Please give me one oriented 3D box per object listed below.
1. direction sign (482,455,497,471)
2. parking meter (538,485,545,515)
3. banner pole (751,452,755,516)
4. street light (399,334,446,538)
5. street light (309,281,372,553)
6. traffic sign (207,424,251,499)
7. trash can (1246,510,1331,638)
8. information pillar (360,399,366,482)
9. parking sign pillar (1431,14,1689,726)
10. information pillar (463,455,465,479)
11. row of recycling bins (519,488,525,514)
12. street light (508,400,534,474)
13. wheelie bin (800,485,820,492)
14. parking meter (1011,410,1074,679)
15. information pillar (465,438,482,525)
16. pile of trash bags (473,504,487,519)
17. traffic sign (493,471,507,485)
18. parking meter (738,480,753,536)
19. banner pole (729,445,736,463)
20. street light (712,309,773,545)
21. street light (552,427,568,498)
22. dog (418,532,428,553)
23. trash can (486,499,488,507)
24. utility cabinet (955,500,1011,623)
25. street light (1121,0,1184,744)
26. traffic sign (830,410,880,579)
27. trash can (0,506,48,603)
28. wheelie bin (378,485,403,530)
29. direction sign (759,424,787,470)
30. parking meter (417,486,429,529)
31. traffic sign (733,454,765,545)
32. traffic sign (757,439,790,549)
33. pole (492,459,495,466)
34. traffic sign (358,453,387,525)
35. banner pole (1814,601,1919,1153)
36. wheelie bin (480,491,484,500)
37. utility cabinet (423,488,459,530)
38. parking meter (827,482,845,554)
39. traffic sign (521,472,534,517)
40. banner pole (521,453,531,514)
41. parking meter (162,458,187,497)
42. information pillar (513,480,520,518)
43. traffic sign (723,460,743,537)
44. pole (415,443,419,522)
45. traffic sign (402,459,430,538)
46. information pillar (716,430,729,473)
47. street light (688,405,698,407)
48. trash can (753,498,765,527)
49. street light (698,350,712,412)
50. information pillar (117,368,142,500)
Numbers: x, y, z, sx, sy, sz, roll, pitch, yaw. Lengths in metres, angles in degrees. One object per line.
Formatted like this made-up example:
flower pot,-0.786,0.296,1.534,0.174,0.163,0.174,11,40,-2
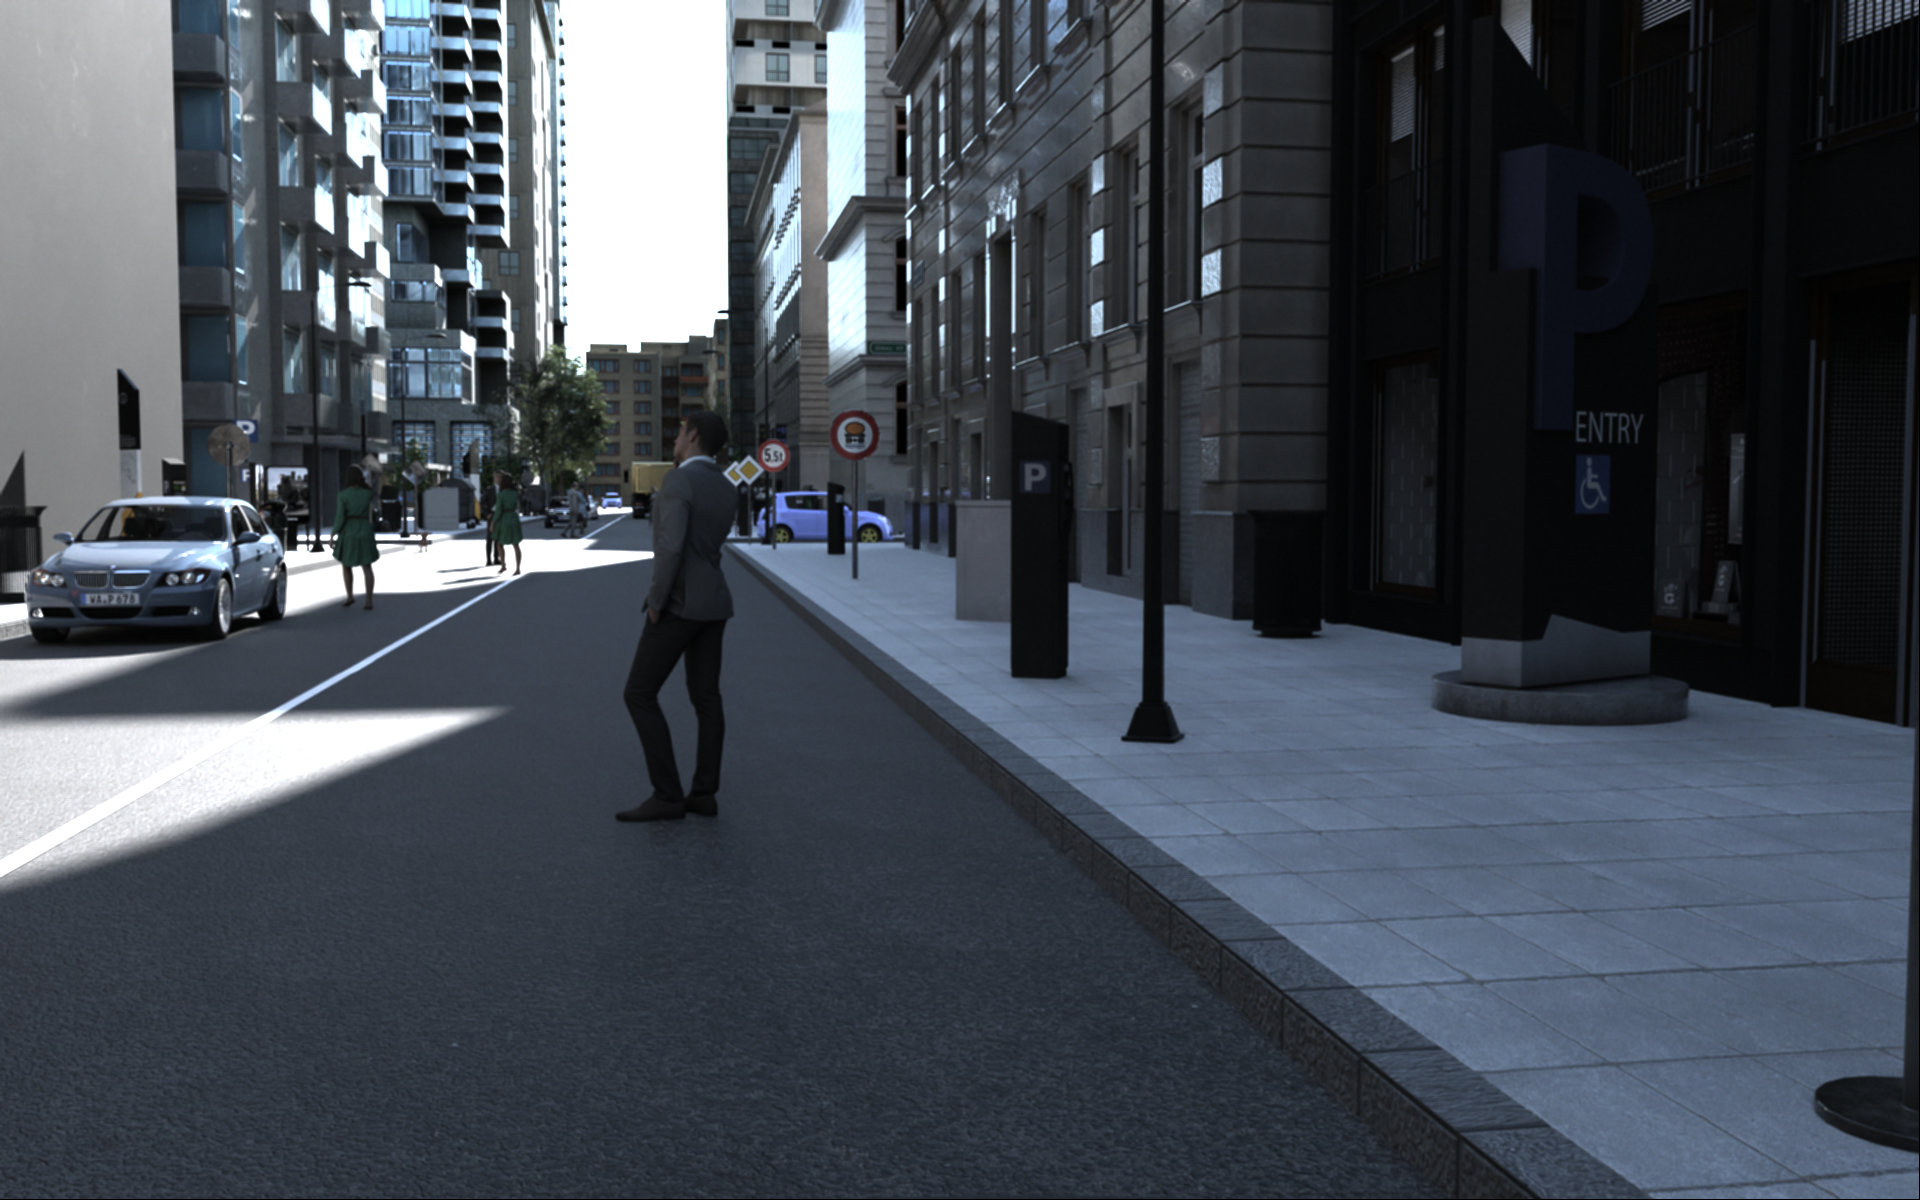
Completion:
direction sign,-27.478,-6.677,101.164,0.876,3.537,0.379,0,4,7
parking meter,-25.547,-6.119,105.755,0.399,1.863,0.255,2,4,30
banner pole,-12.257,-6.886,102.601,0.401,3.779,0.863,-2,4,-26
street light,-15.601,-4.755,50.289,1.470,5.913,1.316,-1,4,-10
street light,-13.538,-3.996,37.870,1.470,5.913,1.316,-1,4,-10
traffic sign,-13.272,-1.918,31.460,0.768,2.556,0.104,0,4,-3
trash can,2.947,-0.240,15.583,0.748,1.137,0.748,0,3,0
information pillar,-14.717,-3.144,42.753,0.183,3.616,0.504,-1,4,-22
parking sign pillar,3.549,-1.327,10.174,1.447,3.967,1.447,-3,4,-37
information pillar,-25.584,-6.038,90.075,0.504,3.616,0.183,0,4,-8
row of recycling bins,-28.924,-6.350,110.938,1.069,1.692,3.534,1,4,22
street light,-21.645,-6.895,85.278,1.470,5.913,1.316,-1,4,-10
wheelie bin,-5.051,-3.039,57.603,0.693,1.594,0.980,-2,4,-28
parking meter,0.573,-0.391,12.108,0.399,1.863,0.255,1,4,20
information pillar,-20.065,-4.910,71.627,0.183,3.616,0.504,3,4,36
pile of trash bags,-25.495,-4.731,87.101,1.912,1.369,3.447,3,5,44
traffic sign,-20.659,-4.634,77.893,0.606,2.300,0.079,0,4,-5
parking meter,-6.531,-2.878,52.769,0.399,1.863,0.255,0,4,7
banner pole,-10.500,-5.397,78.265,0.863,3.779,0.401,1,4,22
street light,-5.428,-4.357,43.783,1.470,5.913,1.316,-1,4,-10
street light,-27.619,-9.001,119.699,1.470,5.913,1.316,-1,4,-10
dog,-13.193,-1.427,42.626,0.540,0.507,0.406,2,4,27
trash can,-29.411,-5.862,107.491,0.748,1.137,0.748,0,3,0
utility cabinet,0.453,-0.385,17.458,1.020,1.237,0.306,2,4,35
street light,0.476,-2.218,8.808,1.470,5.913,1.316,-1,4,-10
traffic sign,-1.593,-1.598,26.228,0.768,2.556,0.104,-1,4,-9
trash can,-11.222,-0.544,20.544,0.748,1.137,0.748,0,3,0
wheelie bin,-20.540,-3.341,62.534,0.980,1.594,0.693,0,4,-1
direction sign,-6.037,-3.912,55.952,0.876,3.537,0.379,0,4,-6
parking meter,-19.851,-3.568,64.051,0.255,1.863,0.399,3,5,42
traffic sign,-5.336,-2.459,43.848,0.795,2.450,0.064,-1,4,-10
traffic sign,-4.310,-2.449,40.140,0.768,2.556,0.104,0,4,-2
pole,-27.060,-6.528,100.580,0.158,3.312,0.155,0,3,0
traffic sign,-14.402,-2.365,42.318,0.795,2.450,0.064,-1,4,-10
banner pole,2.150,-0.829,3.564,0.863,3.779,0.401,-3,4,-37
wheelie bin,-26.258,-5.290,94.407,0.980,1.594,0.693,3,5,45
utility cabinet,-18.166,-3.175,60.591,1.173,1.500,0.318,-2,4,-33
parking meter,-2.639,-1.744,36.931,0.372,1.533,0.369,0,3,0
traffic sign,-24.689,-6.041,98.876,0.768,2.556,0.104,0,4,-4
banner pole,-26.322,-7.048,105.251,0.401,3.779,0.863,3,4,36
parking meter,-12.776,-1.376,28.209,0.399,1.863,0.255,3,5,43
information pillar,-23.693,-5.377,92.412,0.304,2.012,0.304,0,4,0
traffic sign,-6.688,-2.940,51.718,0.795,2.450,0.064,-1,4,-10
pole,-21.657,-4.598,69.026,0.158,3.312,0.155,0,3,0
traffic sign,-15.753,-2.847,50.188,0.795,2.450,0.064,-1,4,-10
information pillar,-8.664,-4.398,63.254,0.504,3.616,0.183,0,4,0
street light,-13.492,-7.211,90.447,1.470,5.913,1.316,-1,4,-10
trash can,-7.625,-3.364,66.647,0.748,1.137,0.748,0,3,0
street light,-7.597,-5.102,55.952,1.470,5.913,1.316,-1,4,-10
information pillar,-15.449,-2.501,32.240,0.504,3.616,0.183,2,4,26
